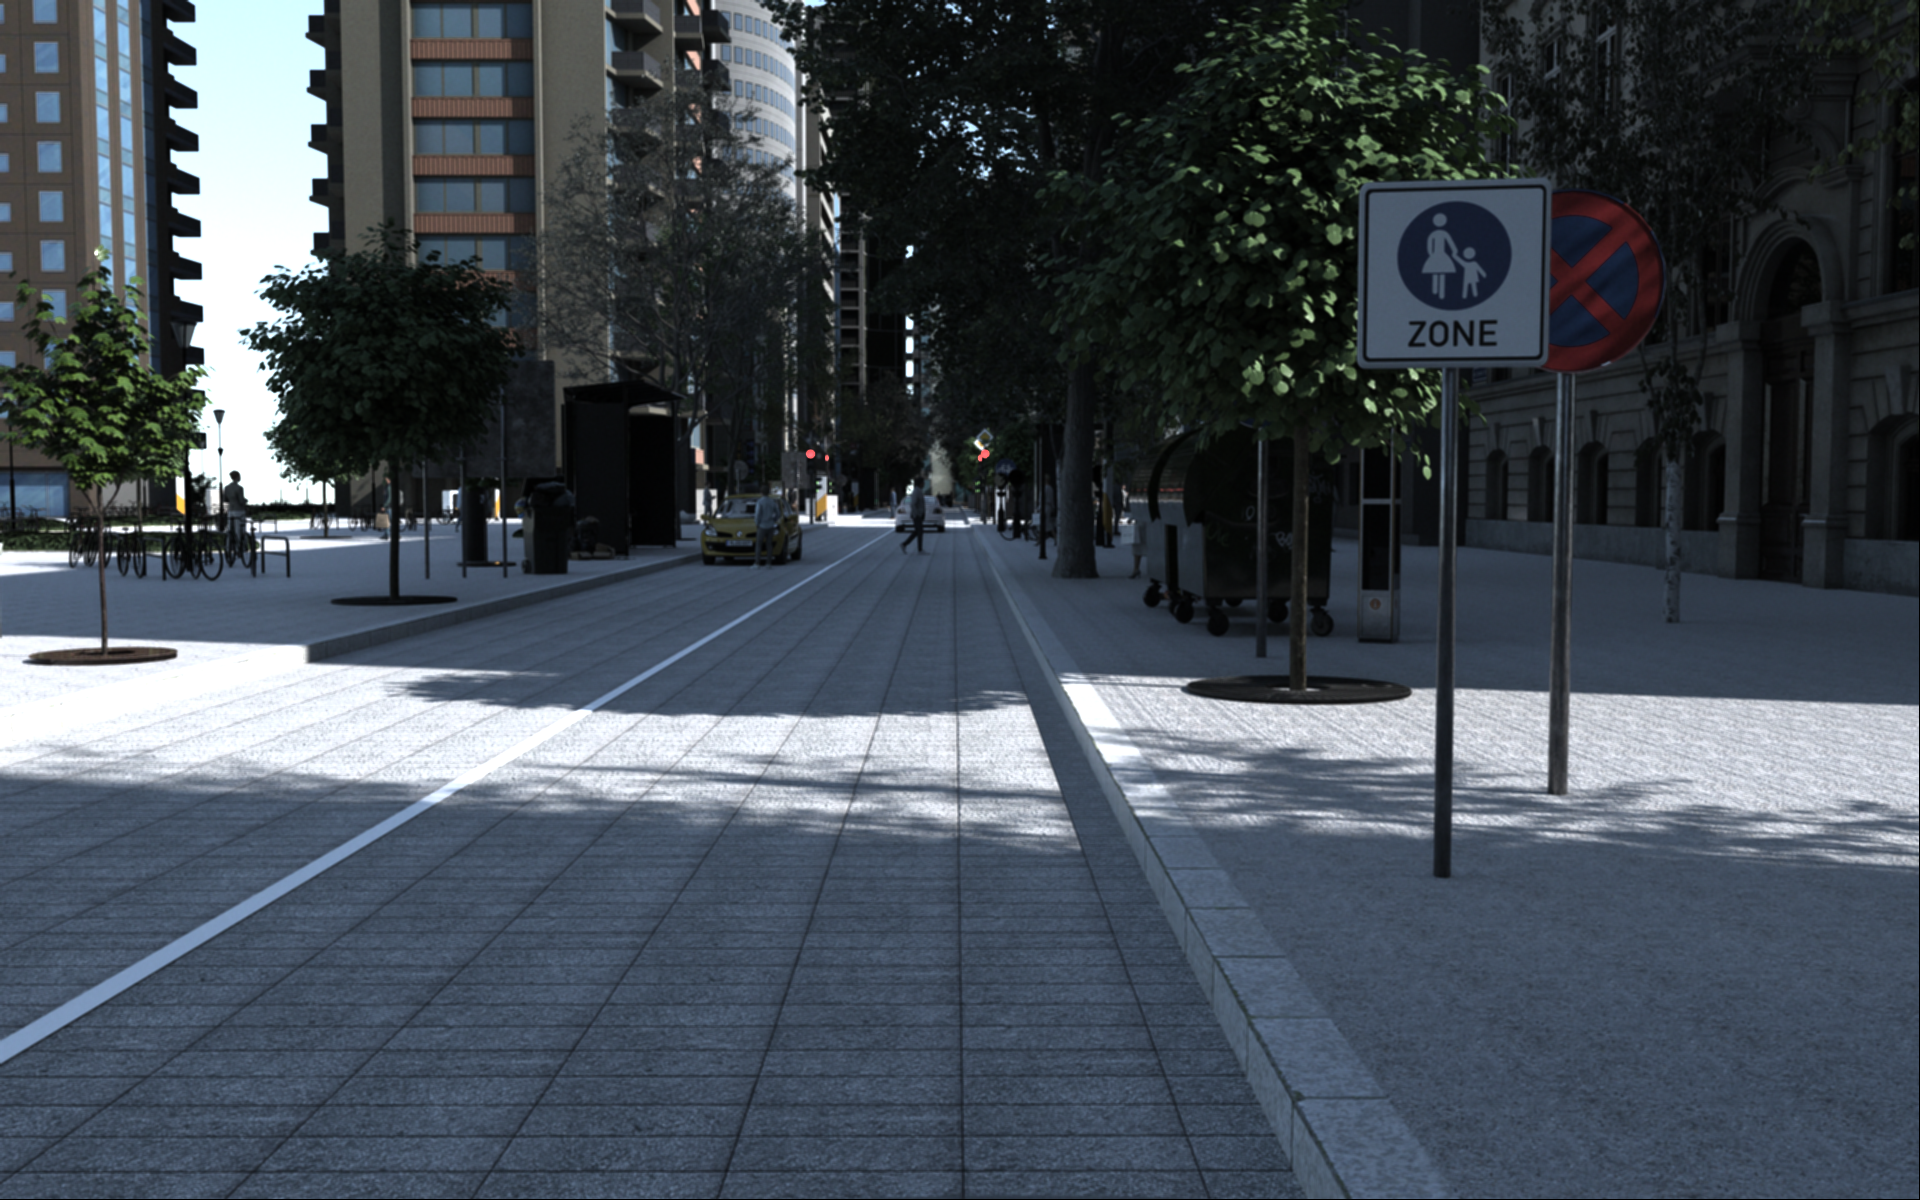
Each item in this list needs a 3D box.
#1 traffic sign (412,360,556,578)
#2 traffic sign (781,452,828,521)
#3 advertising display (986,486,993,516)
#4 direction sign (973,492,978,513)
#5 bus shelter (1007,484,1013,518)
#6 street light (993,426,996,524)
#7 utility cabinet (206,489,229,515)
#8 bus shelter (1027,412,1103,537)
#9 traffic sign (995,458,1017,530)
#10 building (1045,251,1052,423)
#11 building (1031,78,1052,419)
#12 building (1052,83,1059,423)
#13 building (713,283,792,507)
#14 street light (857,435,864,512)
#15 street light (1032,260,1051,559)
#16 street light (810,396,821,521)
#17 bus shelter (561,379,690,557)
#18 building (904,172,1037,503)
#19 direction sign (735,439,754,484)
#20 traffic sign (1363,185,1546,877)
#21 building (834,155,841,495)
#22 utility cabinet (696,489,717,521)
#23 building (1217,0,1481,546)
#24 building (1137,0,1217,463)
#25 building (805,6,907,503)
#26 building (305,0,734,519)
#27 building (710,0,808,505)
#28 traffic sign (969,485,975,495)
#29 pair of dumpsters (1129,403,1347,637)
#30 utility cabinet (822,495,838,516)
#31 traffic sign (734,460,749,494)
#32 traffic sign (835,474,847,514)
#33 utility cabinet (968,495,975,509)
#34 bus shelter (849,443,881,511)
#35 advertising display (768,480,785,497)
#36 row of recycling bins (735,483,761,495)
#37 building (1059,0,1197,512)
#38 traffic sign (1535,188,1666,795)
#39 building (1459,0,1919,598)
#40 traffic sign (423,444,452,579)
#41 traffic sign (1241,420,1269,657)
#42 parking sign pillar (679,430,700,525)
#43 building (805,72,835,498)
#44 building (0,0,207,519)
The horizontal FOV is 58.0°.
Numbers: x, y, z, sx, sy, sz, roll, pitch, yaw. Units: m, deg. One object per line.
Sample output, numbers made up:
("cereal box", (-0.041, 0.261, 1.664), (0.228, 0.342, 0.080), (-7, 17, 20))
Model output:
("traffic sign", (-7.295, -1.995, 26.494), (2.265, 3.308, 0.079), (0, 4, 5))
("traffic sign", (-7.495, -5.491, 83.643), (2.265, 3.308, 0.079), (0, 4, 2))
("advertising display", (1.689, -5.771, 99.573), (0.123, 1.923, 0.974), (-2, 4, -23))
("direction sign", (1.084, -7.777, 119.142), (0.379, 3.537, 0.876), (-3, 4, -38))
("bus shelter", (2.844, -6.413, 96.130), (1.731, 3.624, 6.357), (0, 3, 0))
("street light", (1.461, -6.157, 73.453), (0.468, 5.910, 1.993), (0, 4, 0))
("utility cabinet", (-31.721, -4.010, 74.249), (0.318, 1.500, 1.173), (2, 4, 26))
("bus shelter", (3.303, -4.753, 55.337), (2.179, 5.291, 8.768), (0, 3, 0))
("traffic sign", (1.641, -3.783, 61.954), (0.768, 2.556, 0.104), (0, 4, 2))
("building", (15.968, -25.488, 188.429), (14.160, 30.474, 14.107), (0, 4, 0))
("building", (23.305, -37.932, 209.423), (28.713, 52.752, 27.495), (0, 4, 0))
("building", (16.495, -31.999, 173.296), (14.600, 45.320, 14.200), (0, 4, 0))
("building", (-28.790, -18.044, 140.061), (27.650, 21.520, 28.899), (0, 4, 0))
("street light", (-6.963, -9.128, 122.038), (0.468, 5.910, 1.993), (0, 4, 0))
("street light", (1.638, -3.749, 34.082), (0.468, 5.910, 1.993), (0, 4, 0))
("street light", (-6.836, -6.689, 82.146), (0.468, 5.910, 1.993), (0, 4, 0))
("bus shelter", (-7.318, -2.886, 38.472), (1.731, 3.624, 6.357), (0, 4, 0))
("building", (7.003, -39.172, 260.073), (30.456, 49.044, 23.786), (0, 4, 0))
("direction sign", (-8.899, -4.855, 71.369), (0.876, 3.537, 0.379), (-1, 4, -20))
("traffic sign", (1.617, -0.221, 5.743), (0.606, 2.300, 0.079), (1, 4, 9))
("building", (-22.538, -34.720, 217.782), (14.200, 45.320, 14.600), (0, 4, 0))
("utility cabinet", (-12.025, -4.446, 81.376), (1.173, 1.500, 0.318), (-1, 4, -15))
("building", (16.506, -15.897, 53.423), (14.314, 27.812, 24.014), (0, 4, 0))
("building", (26.185, -48.175, 100.325), (31.000, 86.520, 22.319), (0, 4, 0))
("building", (-18.524, -50.105, 257.472), (20.611, 71.187, 20.563), (0, 4, 0))
("building", (-25.482, -27.396, 102.548), (22.147, 44.769, 28.867), (0, 4, 0))
("building", (-26.808, -38.433, 170.383), (21.231, 58.520, 28.212), (0, 4, 0))
("traffic sign", (1.060, -9.243, 151.129), (0.884, 2.594, 0.081), (0, 4, 3))
("pair of dumpsters", (2.724, -0.922, 17.573), (1.574, 2.255, 4.437), (0, 4, 0))
("utility cabinet", (-7.605, -5.509, 101.227), (1.020, 1.237, 0.306), (-3, 5, -45))
("traffic sign", (-8.331, -3.977, 65.125), (0.768, 2.556, 0.104), (0, 4, 3))
("traffic sign", (-7.707, -6.874, 112.498), (0.768, 2.556, 0.104), (0, 4, 1))
("utility cabinet", (1.202, -8.401, 148.521), (1.020, 1.237, 0.306), (0, 4, 3))
("bus shelter", (-7.570, -9.798, 137.837), (2.179, 5.291, 8.768), (0, 3, 0))
("advertising display", (-8.705, -4.700, 82.052), (0.974, 1.923, 0.123), (3, 4, 37))
("row of recycling bins", (-8.338, -3.707, 67.725), (1.069, 1.692, 3.534), (-1, 4, -13))
("building", (15.379, -28.443, 148.634), (14.154, 41.232, 14.086), (0, 4, 0))
("traffic sign", (2.557, -0.442, 7.333), (0.768, 2.556, 0.104), (0, 4, 5))
("building", (17.420, -12.546, 24.207), (14.460, 24.649, 34.723), (0, 4, 0))
("traffic sign", (-8.075, -1.601, 26.183), (0.884, 2.594, 0.081), (0, 4, 3))
("traffic sign", (2.372, -0.823, 13.555), (0.768, 2.556, 0.104), (1, 4, 9))
("parking sign pillar", (-11.732, -5.186, 73.261), (1.447, 3.967, 1.447), (3, 5, 43))
("building", (-25.611, -35.000, 195.952), (21.300, 48.544, 21.600), (0, 4, 0))
("building", (-51.913, -27.215, 95.074), (14.200, 45.320, 14.600), (0, 4, 0))
